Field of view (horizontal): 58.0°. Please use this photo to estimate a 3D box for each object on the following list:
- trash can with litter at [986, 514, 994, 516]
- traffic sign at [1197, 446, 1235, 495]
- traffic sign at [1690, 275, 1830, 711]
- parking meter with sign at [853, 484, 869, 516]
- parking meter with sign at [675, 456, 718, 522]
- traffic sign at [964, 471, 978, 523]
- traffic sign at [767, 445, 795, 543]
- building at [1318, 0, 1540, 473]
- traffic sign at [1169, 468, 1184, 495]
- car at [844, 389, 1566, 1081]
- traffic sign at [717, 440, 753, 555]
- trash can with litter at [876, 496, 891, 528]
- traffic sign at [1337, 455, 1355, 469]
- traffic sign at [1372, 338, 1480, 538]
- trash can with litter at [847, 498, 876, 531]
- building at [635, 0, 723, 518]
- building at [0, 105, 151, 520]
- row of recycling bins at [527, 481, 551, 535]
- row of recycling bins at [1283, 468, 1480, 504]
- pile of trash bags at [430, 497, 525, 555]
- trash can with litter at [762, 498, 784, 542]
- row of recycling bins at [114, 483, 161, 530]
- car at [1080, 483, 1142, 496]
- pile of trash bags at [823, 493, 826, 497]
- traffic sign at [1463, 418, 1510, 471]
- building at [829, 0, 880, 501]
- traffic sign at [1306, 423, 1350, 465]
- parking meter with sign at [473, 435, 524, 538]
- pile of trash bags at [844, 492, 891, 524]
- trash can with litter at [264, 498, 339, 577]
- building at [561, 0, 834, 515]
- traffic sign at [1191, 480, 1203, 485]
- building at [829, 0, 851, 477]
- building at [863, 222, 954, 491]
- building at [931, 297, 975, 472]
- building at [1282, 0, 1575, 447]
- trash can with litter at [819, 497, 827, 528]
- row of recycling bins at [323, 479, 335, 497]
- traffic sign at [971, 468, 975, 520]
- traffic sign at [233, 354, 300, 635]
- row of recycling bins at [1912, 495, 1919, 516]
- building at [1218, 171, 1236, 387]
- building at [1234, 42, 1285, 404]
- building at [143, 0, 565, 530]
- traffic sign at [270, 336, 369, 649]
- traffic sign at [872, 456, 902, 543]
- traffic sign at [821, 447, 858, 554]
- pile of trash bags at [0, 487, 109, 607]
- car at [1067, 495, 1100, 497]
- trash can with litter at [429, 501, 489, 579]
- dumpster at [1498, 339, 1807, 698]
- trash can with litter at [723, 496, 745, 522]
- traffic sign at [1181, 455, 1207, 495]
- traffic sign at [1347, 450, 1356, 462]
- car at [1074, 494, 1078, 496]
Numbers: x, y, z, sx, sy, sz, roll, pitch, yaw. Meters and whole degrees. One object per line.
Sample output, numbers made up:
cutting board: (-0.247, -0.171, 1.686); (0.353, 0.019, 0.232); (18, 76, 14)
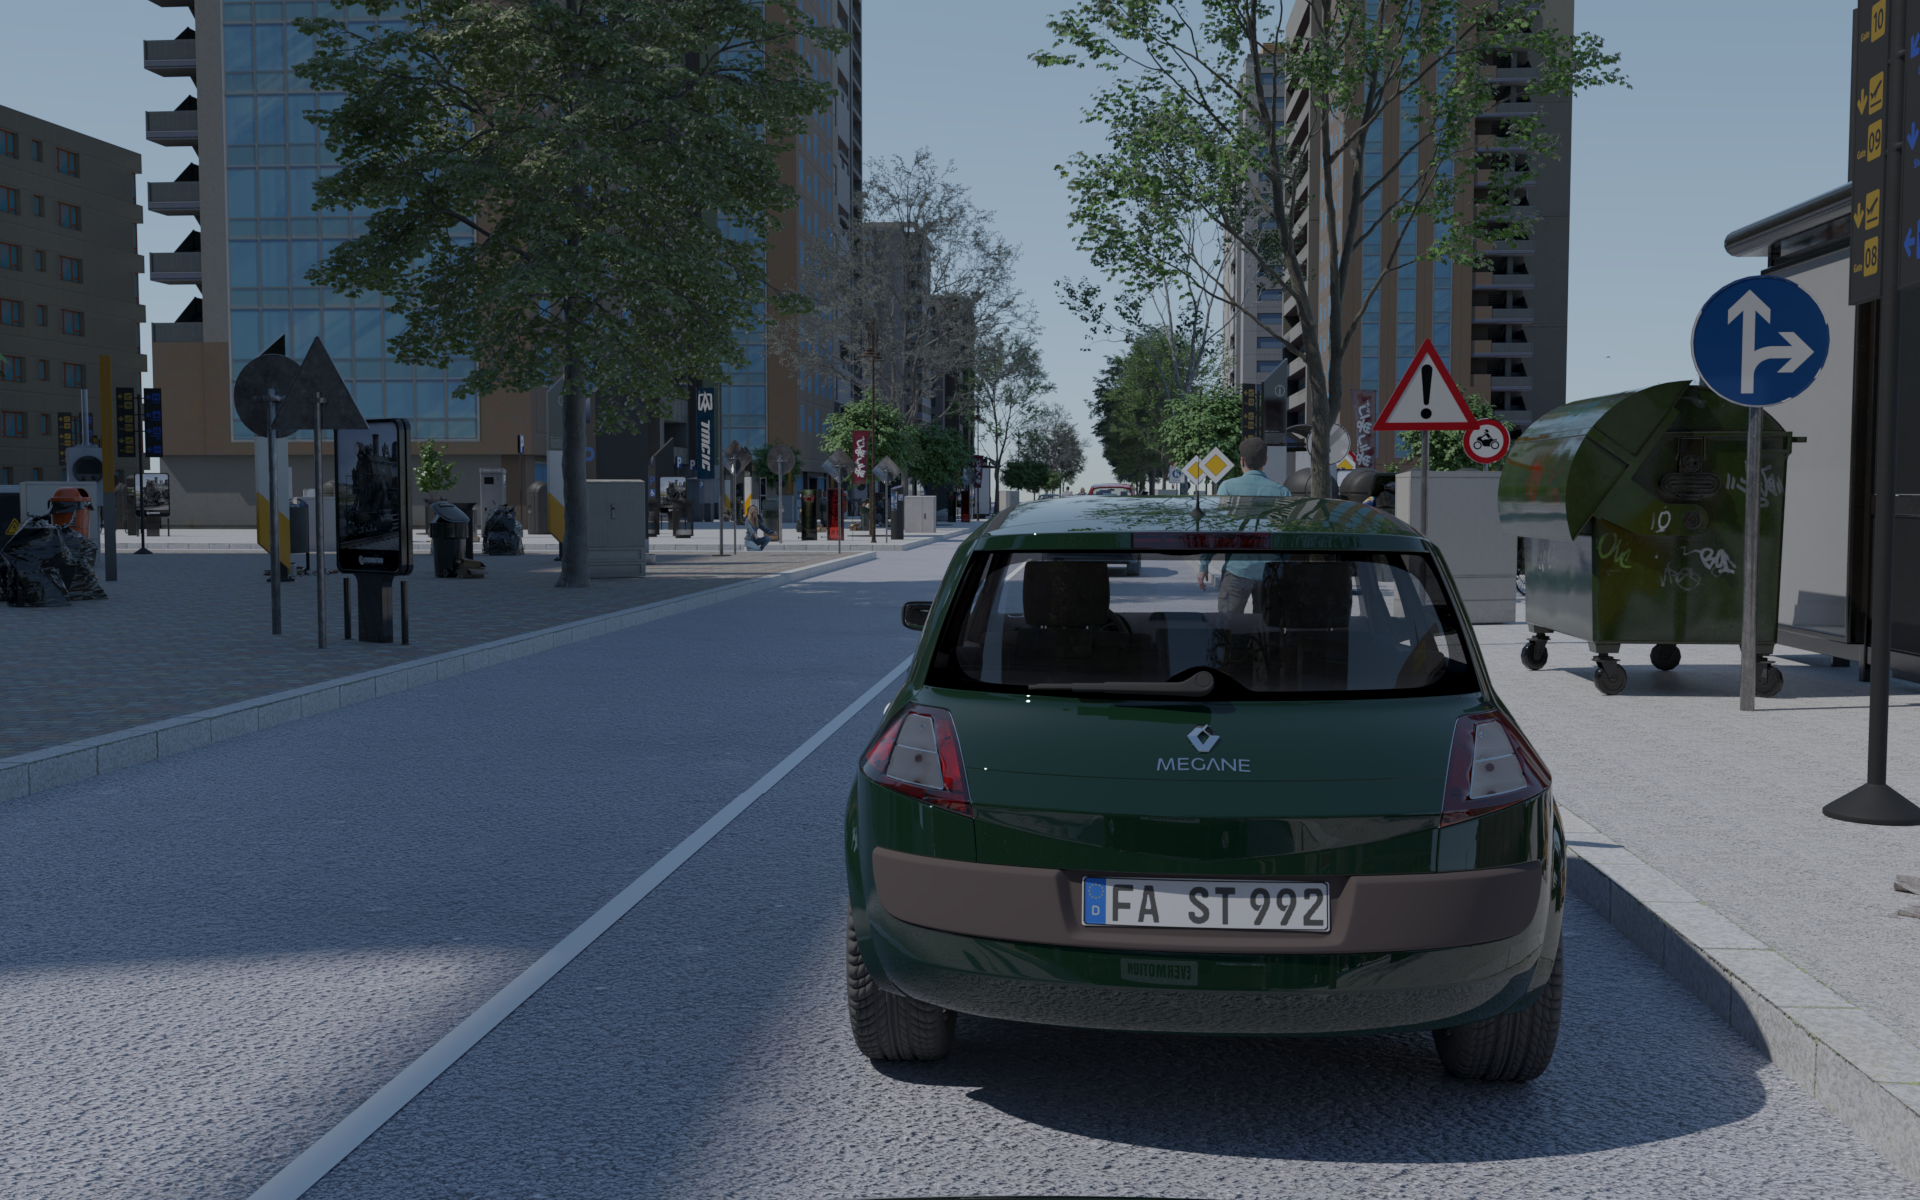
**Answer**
trash can with litter: (1.567, -5.457, 100.274); (1.678, 1.210, 2.233); (0, 4, 3)
traffic sign: (5.379, -2.008, 36.479); (0.795, 2.450, 0.064); (0, 4, 5)
traffic sign: (4.665, -0.616, 10.186); (0.768, 2.556, 0.104); (1, 4, 8)
parking meter with sign: (-5.828, -6.436, 101.494); (0.543, 3.016, 1.738); (2, 4, 29)
parking meter with sign: (-12.212, -5.112, 79.847); (1.738, 3.016, 0.543); (1, 4, 17)
traffic sign: (0.439, -4.643, 77.101); (0.795, 2.450, 0.064); (0, 4, 7)
traffic sign: (-4.661, -2.742, 44.933); (0.768, 2.556, 0.104); (1, 4, 15)
building: (35.858, -29.653, 134.938); (14.600, 45.320, 14.200); (0, 4, 5)
traffic sign: (8.333, -3.942, 66.586); (0.606, 2.300, 0.079); (1, 4, 11)
car: (0.730, 0.250, 5.697); (2.009, 1.686, 4.222); (0, 4, 6)
traffic sign: (-4.765, -2.170, 36.663); (0.795, 2.450, 0.064); (1, 4, 14)
trash can with litter: (-3.011, -3.423, 67.030); (1.678, 1.210, 2.233); (0, 4, 7)
traffic sign: (10.786, -2.899, 48.579); (0.795, 2.450, 0.064); (1, 4, 10)
traffic sign: (3.907, -0.891, 14.574); (0.884, 2.594, 0.081); (0, 4, 6)
trash can with litter: (-3.439, -2.982, 60.147); (1.055, 1.170, 0.624); (2, 4, 29)
building: (-20.908, -19.494, 90.433); (14.160, 30.474, 14.107); (0, 4, 5)
building: (-57.106, -14.117, 75.846); (28.899, 21.520, 27.650); (0, 4, 5)
row of recycling bins: (-11.996, -2.949, 55.336); (3.534, 1.692, 1.069); (-1, 4, -21)
row of recycling bins: (6.818, -1.239, 27.367); (3.534, 1.692, 1.069); (-1, 4, -13)
pile of trash bags: (-10.927, -1.650, 36.729); (3.447, 1.369, 1.912); (0, 4, -5)
trash can with litter: (-5.049, -2.177, 46.975); (0.624, 1.170, 1.055); (-1, 4, -10)
row of recycling bins: (-30.113, -3.488, 64.136); (1.069, 1.692, 3.534); (1, 4, 18)
car: (5.384, -3.237, 61.599); (2.281, 1.827, 5.304); (0, 4, 4)
pile of trash bags: (-7.087, -5.448, 98.825); (1.912, 1.369, 3.447); (1, 4, 10)
traffic sign: (8.837, -1.776, 29.149); (0.768, 2.556, 0.104); (1, 4, 11)
building: (-17.521, -44.065, 158.719); (20.563, 71.187, 20.611); (0, 4, 5)
traffic sign: (6.507, -1.869, 30.671); (0.768, 2.556, 0.104); (0, 4, 7)
parking meter with sign: (-13.756, -3.349, 51.013); (1.738, 3.016, 0.543); (0, 4, -3)
pile of trash bags: (-3.771, -3.994, 75.047); (3.447, 1.369, 1.912); (1, 4, 9)
trash can with litter: (-10.298, -1.025, 27.821); (1.678, 1.210, 2.233); (2, 4, 25)
building: (-16.129, -28.236, 111.768); (14.600, 45.320, 14.200); (0, 4, 5)
traffic sign: (13.060, -5.845, 95.679); (0.768, 2.556, 0.104); (0, 4, 8)
building: (-23.495, -33.422, 135.693); (28.713, 52.752, 27.495); (0, 4, 5)
building: (-16.733, -33.039, 232.073); (32.217, 40.220, 23.993); (0, 4, 5)
building: (-5.210, -30.147, 264.610); (14.160, 30.474, 14.107); (0, 4, 5)
building: (40.268, -32.336, 152.397); (21.300, 48.544, 21.600); (0, 4, 5)
trash can with litter: (-4.947, -3.325, 65.758); (0.624, 1.170, 1.055); (-2, 4, -25)
row of recycling bins: (-16.296, -2.439, 46.991); (3.534, 1.692, 1.069); (3, 5, 45)
traffic sign: (0.589, -5.258, 86.081); (0.768, 2.556, 0.104); (0, 4, 5)
traffic sign: (-6.255, -0.958, 15.777); (0.768, 2.556, 0.104); (0, 4, 7)
row of recycling bins: (13.851, -0.985, 23.222); (1.069, 1.692, 3.534); (0, 4, 6)
building: (54.004, -41.116, 261.481); (28.713, 52.752, 27.495); (0, 4, 5)
building: (47.663, -42.257, 232.907); (21.231, 58.520, 28.212); (0, 4, 5)
building: (-21.479, -25.549, 67.837); (14.600, 45.320, 14.200); (0, 4, 5)
traffic sign: (-5.298, -0.875, 14.315); (0.884, 2.594, 0.081); (1, 4, 10)
traffic sign: (-1.910, -2.537, 45.129); (0.795, 2.450, 0.064); (0, 4, 5)
traffic sign: (-2.585, -2.051, 37.173); (0.795, 2.450, 0.064); (0, 4, 5)
pile of trash bags: (-11.296, -0.685, 20.955); (1.912, 1.369, 3.447); (0, 4, -8)
car: (2.458, -1.213, 31.835); (2.014, 1.417, 4.499); (0, 4, 6)
trash can with litter: (-7.648, -0.929, 26.578); (1.055, 1.170, 0.624); (2, 4, 35)
dumpster: (4.615, -0.564, 11.716); (1.502, 2.255, 1.985); (0, 4, 5)
trash can with litter: (-10.638, -4.250, 80.874); (1.055, 1.170, 0.624); (-2, 4, -32)
traffic sign: (6.054, -2.495, 44.436); (0.795, 2.450, 0.064); (0, 4, 5)
traffic sign: (10.835, -2.990, 48.991); (0.768, 2.556, 0.104); (1, 4, 9)
car: (14.755, -12.378, 214.379); (2.014, 1.417, 4.499); (0, 4, 4)
